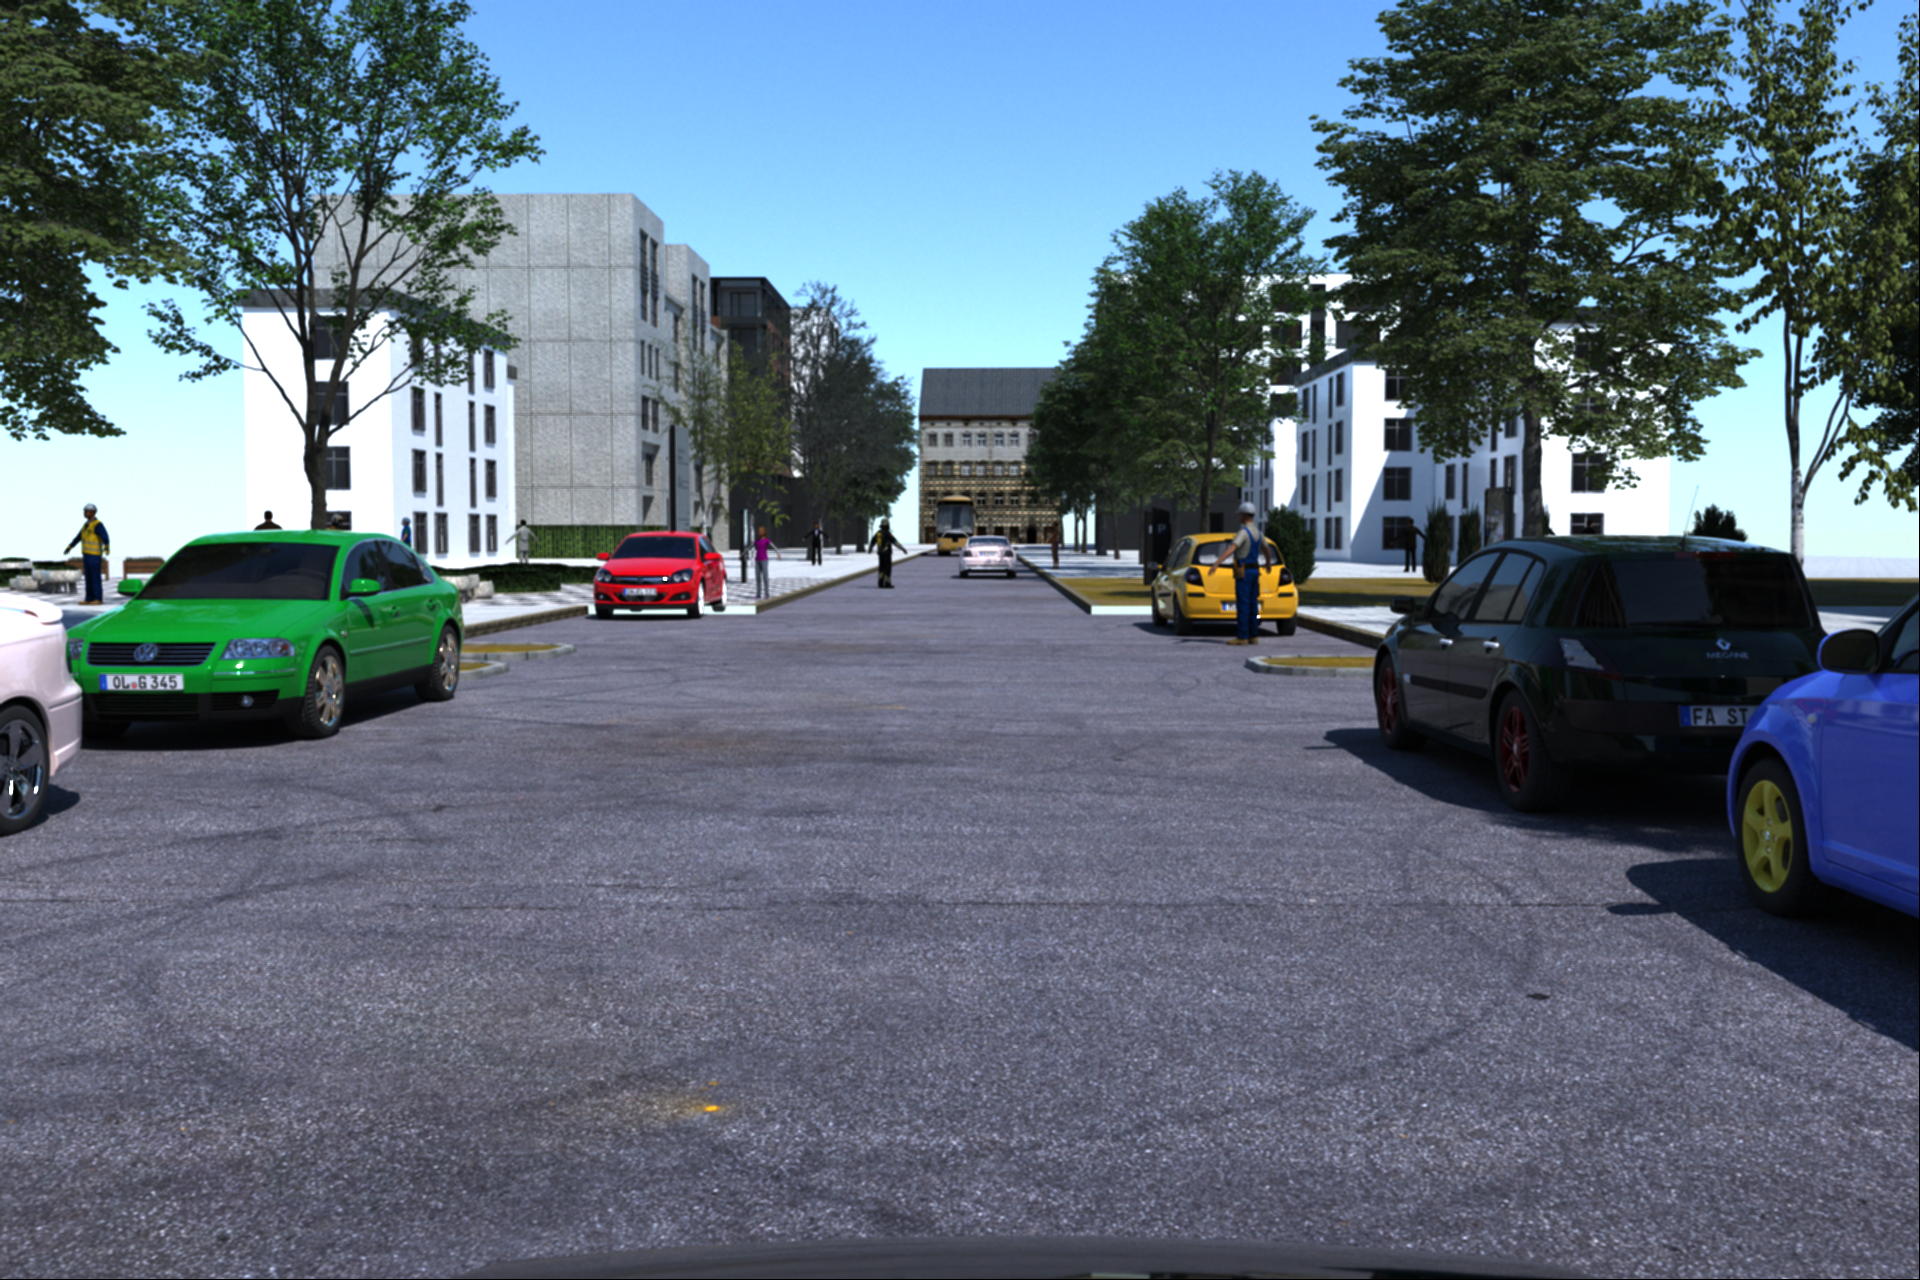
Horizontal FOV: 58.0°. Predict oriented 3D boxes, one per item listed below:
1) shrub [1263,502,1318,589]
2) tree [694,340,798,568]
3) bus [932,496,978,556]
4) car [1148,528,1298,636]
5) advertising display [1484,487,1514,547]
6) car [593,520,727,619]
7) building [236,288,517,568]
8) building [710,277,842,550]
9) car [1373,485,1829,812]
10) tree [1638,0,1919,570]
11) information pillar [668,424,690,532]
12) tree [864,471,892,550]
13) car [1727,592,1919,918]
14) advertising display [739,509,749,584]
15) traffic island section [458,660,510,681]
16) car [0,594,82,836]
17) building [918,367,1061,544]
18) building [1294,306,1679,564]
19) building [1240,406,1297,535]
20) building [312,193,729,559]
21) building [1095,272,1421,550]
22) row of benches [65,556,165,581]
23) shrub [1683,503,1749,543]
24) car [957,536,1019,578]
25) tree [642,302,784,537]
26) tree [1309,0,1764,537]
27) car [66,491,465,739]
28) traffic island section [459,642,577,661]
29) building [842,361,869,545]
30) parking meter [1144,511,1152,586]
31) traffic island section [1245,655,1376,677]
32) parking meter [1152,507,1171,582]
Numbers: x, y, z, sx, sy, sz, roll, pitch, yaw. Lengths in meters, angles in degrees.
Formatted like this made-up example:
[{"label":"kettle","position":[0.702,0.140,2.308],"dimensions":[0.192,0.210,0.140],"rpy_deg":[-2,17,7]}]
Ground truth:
[{"label":"shrub","position":[7.451,-2.175,39.976],"dimensions":[1.690,2.028,1.600],"rpy_deg":[0,3,0]},{"label":"tree","position":[-7.893,-7.025,65.223],"dimensions":[4.737,8.622,4.395],"rpy_deg":[0,3,0]},{"label":"bus","position":[-0.174,-7.574,115.386],"dimensions":[2.896,3.916,12.252],"rpy_deg":[0,4,1]},{"label":"car","position":[3.867,-0.954,25.824],"dimensions":[2.015,1.641,3.980],"rpy_deg":[0,4,-1]},{"label":"advertising display","position":[7.465,-1.151,24.035],"dimensions":[0.123,1.923,0.974],"rpy_deg":[0,4,1]},{"label":"car","position":[-5.257,-1.323,30.677],"dimensions":[2.155,1.783,4.494],"rpy_deg":[0,4,0]},{"label":"building","position":[-23.507,-8.028,73.402],"dimensions":[9.099,9.664,28.070],"rpy_deg":[0,4,2]},{"label":"building","position":[-25.768,-18.979,154.281],"dimensions":[27.936,21.610,32.646],"rpy_deg":[0,4,1]},{"label":"car","position":[3.699,-0.033,10.322],"dimensions":[2.009,1.686,4.222],"rpy_deg":[0,4,0]},{"label":"tree","position":[9.754,-4.229,19.509],"dimensions":[4.737,8.622,4.395],"rpy_deg":[0,3,0]},{"label":"information pillar","position":[-6.146,-2.853,37.963],"dimensions":[0.184,3.620,1.656],"rpy_deg":[0,4,1]},{"label":"tree","position":[-6.992,-11.196,133.418],"dimensions":[4.360,8.622,3.978],"rpy_deg":[0,3,0]},{"label":"car","position":[3.836,0.257,5.391],"dimensions":[1.945,1.707,3.694],"rpy_deg":[0,4,1]},{"label":"advertising display","position":[-5.642,-2.451,45.295],"dimensions":[0.123,1.923,0.974],"rpy_deg":[0,4,0]},{"label":"traffic island section","position":[-5.691,0.325,17.560],"dimensions":[1.991,0.108,1.994],"rpy_deg":[0,4,2]},{"label":"car","position":[-5.437,0.332,6.937],"dimensions":[2.083,1.381,4.827],"rpy_deg":[0,4,1]},{"label":"building","position":[4.190,-24.091,227.265],"dimensions":[18.063,23.208,19.493],"rpy_deg":[0,4,2]},{"label":"building","position":[22.090,-8.313,78.060],"dimensions":[9.099,9.664,28.070],"rpy_deg":[0,4,1]},{"label":"building","position":[24.974,-10.475,113.419],"dimensions":[9.099,9.664,28.070],"rpy_deg":[0,4,1]},{"label":"building","position":[-24.975,-14.655,106.060],"dimensions":[16.747,18.905,31.486],"rpy_deg":[0,4,1]},{"label":"building","position":[25.661,-18.833,151.895],"dimensions":[27.936,21.610,32.646],"rpy_deg":[0,4,1]},{"label":"row of benches","position":[-22.903,-2.017,48.438],"dimensions":[4.104,0.672,1.422],"rpy_deg":[-2,4,-25]},{"label":"shrub","position":[17.902,-2.246,41.135],"dimensions":[1.690,2.028,1.600],"rpy_deg":[0,3,0]},{"label":"car","position":[0.918,-2.753,57.376],"dimensions":[2.083,1.381,4.827],"rpy_deg":[0,4,1]},{"label":"tree","position":[-8.487,-6.451,55.832],"dimensions":[4.360,8.622,3.978],"rpy_deg":[0,3,0]},{"label":"tree","position":[9.519,-6.835,29.876],"dimensions":[7.486,12.596,7.792],"rpy_deg":[0,3,0]},{"label":"car","position":[-5.280,-0.289,13.522],"dimensions":[1.959,1.807,4.718],"rpy_deg":[0,4,1]},{"label":"traffic island section","position":[-5.649,0.144,20.517],"dimensions":[1.991,0.108,1.994],"rpy_deg":[0,4,1]},{"label":"building","position":[-25.635,-21.809,200.544],"dimensions":[27.936,21.610,32.646],"rpy_deg":[0,4,1]},{"label":"parking meter","position":[4.789,-2.290,43.148],"dimensions":[0.399,1.863,0.255],"rpy_deg":[0,4,-1]},{"label":"traffic island section","position":[4.069,0.279,18.306],"dimensions":[1.991,0.108,1.994],"rpy_deg":[0,4,1]},{"label":"parking meter","position":[4.339,-1.932,37.302],"dimensions":[0.399,1.863,0.255],"rpy_deg":[0,4,-1]}]
